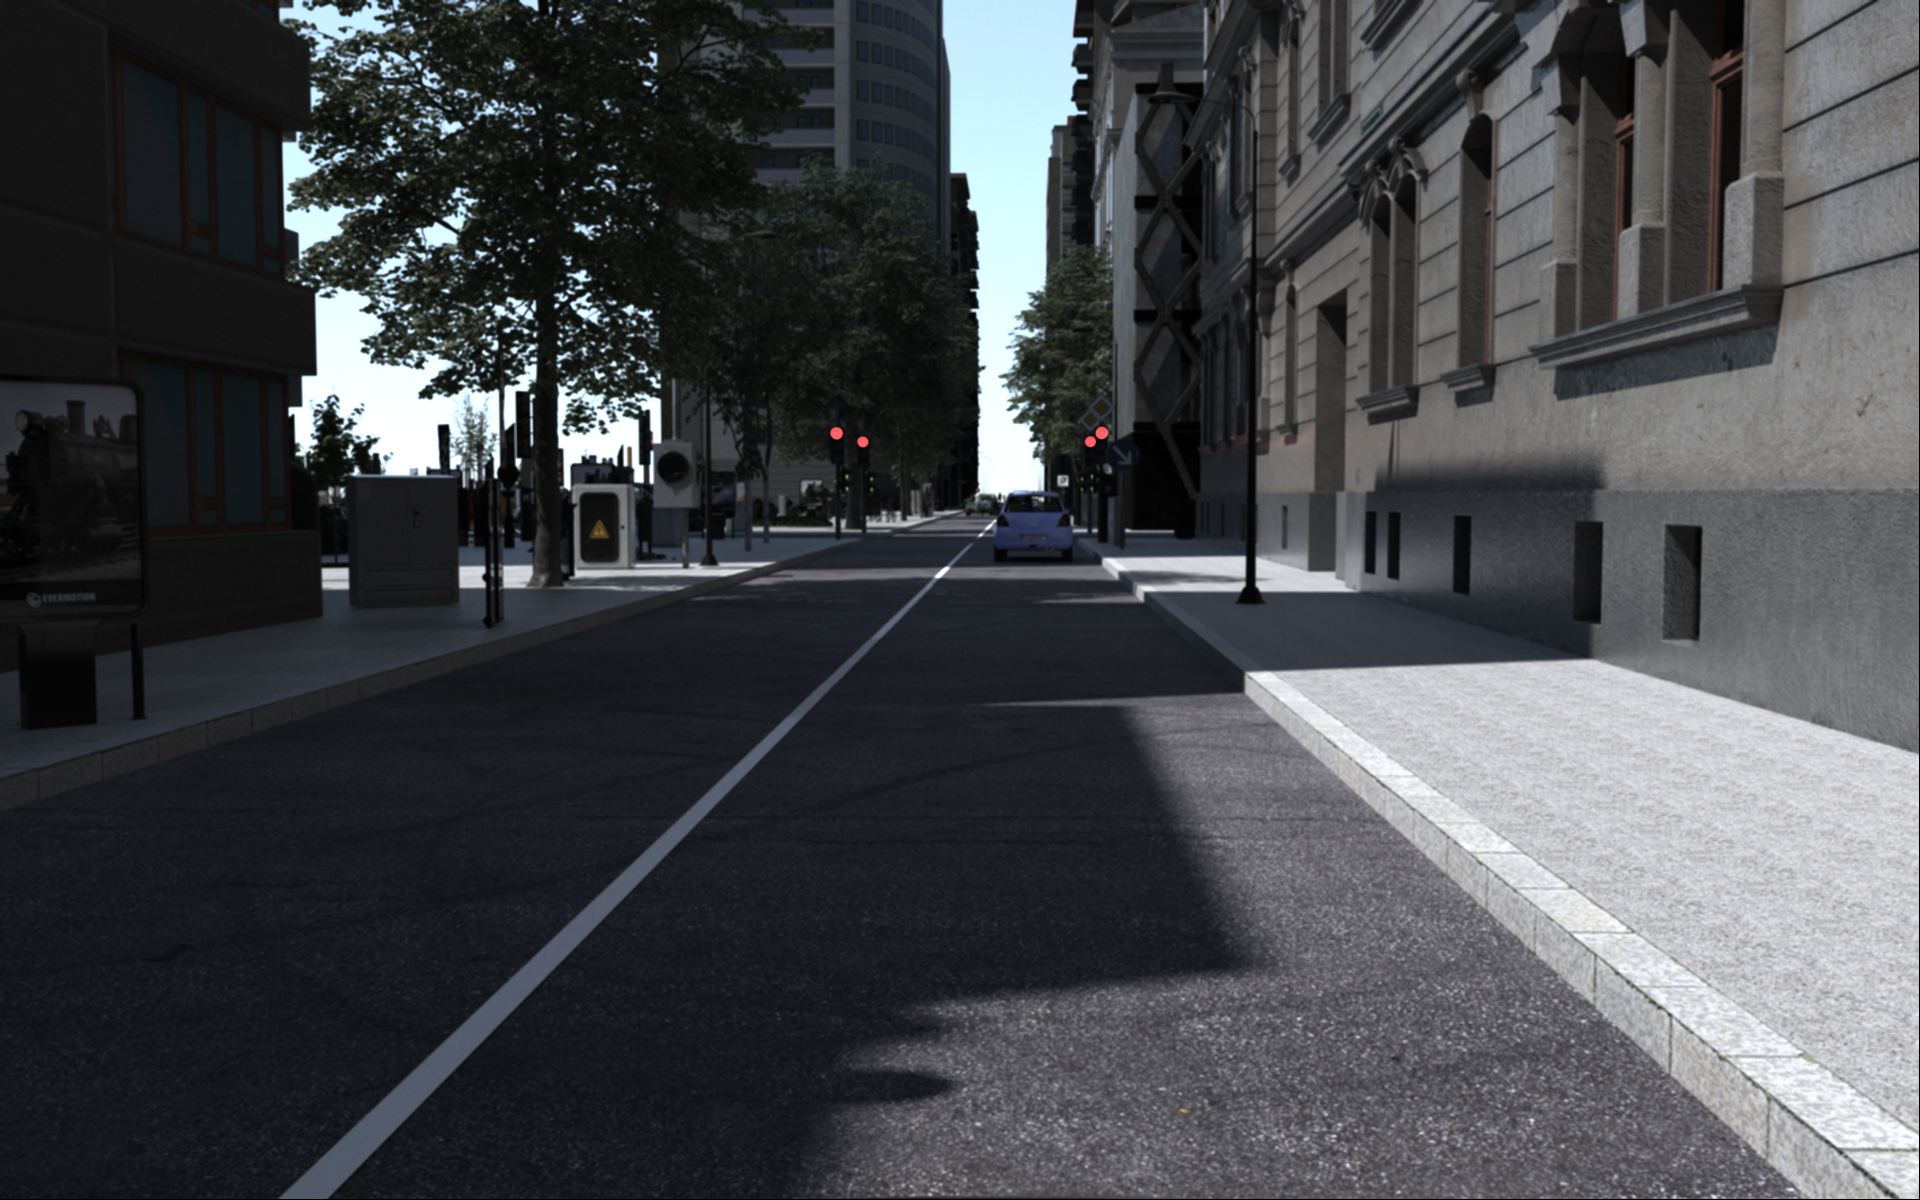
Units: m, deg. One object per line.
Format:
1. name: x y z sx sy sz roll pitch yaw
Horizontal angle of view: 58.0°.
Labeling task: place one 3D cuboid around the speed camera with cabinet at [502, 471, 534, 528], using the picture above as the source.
1. speed camera with cabinet: -16.413 -4.318 64.938 2.038 3.252 0.660 0 4 -7

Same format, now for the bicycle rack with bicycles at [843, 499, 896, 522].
1. bicycle rack with bicycles: -4.241 -4.024 79.180 2.852 0.926 2.925 -1 4 -11

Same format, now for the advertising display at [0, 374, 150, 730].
1. advertising display: -4.975 -0.263 9.510 0.123 1.923 0.974 3 5 43

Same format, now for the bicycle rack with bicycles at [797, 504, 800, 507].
1. bicycle rack with bicycles: -9.255 -6.150 113.936 2.852 0.926 2.925 3 5 42

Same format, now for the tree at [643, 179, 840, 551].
1. tree: -5.003 -5.416 38.907 4.360 8.622 3.978 0 3 0

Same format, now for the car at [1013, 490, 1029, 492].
1. car: 5.608 -9.146 158.204 2.281 1.827 5.304 0 4 3

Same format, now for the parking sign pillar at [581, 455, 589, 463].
1. parking sign pillar: -25.258 -7.973 118.824 1.447 3.967 1.447 -2 4 -29

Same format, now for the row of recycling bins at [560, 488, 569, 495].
1. row of recycling bins: -24.392 -6.403 111.796 3.534 1.692 1.069 1 4 19

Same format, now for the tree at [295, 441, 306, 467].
1. tree: -35.231 -6.452 89.209 4.285 4.588 4.351 0 3 0

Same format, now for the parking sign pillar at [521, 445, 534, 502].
1. parking sign pillar: -22.727 -6.320 91.796 1.447 3.967 1.447 3 5 44

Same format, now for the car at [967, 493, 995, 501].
1. car: 1.585 -7.340 129.050 2.155 1.783 4.494 0 4 3

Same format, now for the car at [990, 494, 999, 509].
1. car: 2.511 -8.850 153.485 1.959 1.807 4.718 0 4 1

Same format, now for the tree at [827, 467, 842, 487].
1. tree: -8.342 -7.878 123.412 1.663 3.219 1.824 0 3 0

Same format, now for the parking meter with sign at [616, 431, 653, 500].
1. parking meter with sign: -9.408 -3.163 47.971 1.738 3.016 0.543 1 4 11

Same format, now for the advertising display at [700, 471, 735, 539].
1. advertising display: -6.874 -2.688 49.168 0.974 1.923 0.123 -1 4 -15

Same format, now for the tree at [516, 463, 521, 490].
1. tree: -25.098 -6.418 99.536 1.663 3.219 1.824 0 3 0

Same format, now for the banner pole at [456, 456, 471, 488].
1. banner pole: -32.308 -7.536 113.226 0.863 3.779 0.401 1 4 17

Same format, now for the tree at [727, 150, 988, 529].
1. tree: -3.995 -9.582 63.329 9.857 13.997 8.962 0 3 0

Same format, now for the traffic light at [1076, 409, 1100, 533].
1. traffic light: 4.223 -4.134 56.508 0.839 4.253 0.868 0 4 2

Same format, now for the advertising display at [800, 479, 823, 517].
1. advertising display: -6.165 -4.080 71.922 0.974 1.923 0.123 0 4 1

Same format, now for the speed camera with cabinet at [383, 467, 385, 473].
1. speed camera with cabinet: -40.798 -7.777 121.496 0.660 3.252 2.038 2 4 30

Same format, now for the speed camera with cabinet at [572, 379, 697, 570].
1. speed camera with cabinet: -5.553 -2.154 29.560 2.038 3.252 0.660 0 4 -1

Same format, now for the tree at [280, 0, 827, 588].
1. tree: -5.737 -6.475 23.989 7.486 12.596 7.792 0 3 0

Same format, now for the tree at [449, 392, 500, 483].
1. tree: -34.324 -10.530 122.531 4.737 8.622 4.395 0 3 0

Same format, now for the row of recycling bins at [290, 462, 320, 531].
1. row of recycling bins: -9.913 -0.908 21.957 3.534 1.692 1.069 0 4 -3

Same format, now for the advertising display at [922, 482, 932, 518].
1. advertising display: -1.822 -5.431 94.012 0.123 1.923 0.974 2 4 29

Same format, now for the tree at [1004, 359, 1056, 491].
1. tree: 12.737 -22.108 217.352 12.611 20.169 13.585 0 3 0

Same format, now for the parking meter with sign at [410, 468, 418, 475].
1. parking meter with sign: -36.362 -7.366 116.696 0.543 3.016 1.738 1 4 11

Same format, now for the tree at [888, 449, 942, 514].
1. tree: -2.878 -7.799 111.227 4.285 4.588 4.351 0 3 0

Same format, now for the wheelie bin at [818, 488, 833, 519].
1. wheelie bin: -6.878 -4.864 87.427 0.693 1.594 0.980 1 4 22

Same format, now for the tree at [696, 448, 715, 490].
1. tree: -16.670 -7.436 105.299 4.285 4.588 4.351 0 3 0

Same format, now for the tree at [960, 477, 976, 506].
1. tree: 1.020 -12.206 194.166 1.663 3.219 1.824 0 3 0

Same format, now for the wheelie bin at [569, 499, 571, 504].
1. wheelie bin: -9.035 -2.090 42.081 0.980 1.594 0.693 0 4 -1

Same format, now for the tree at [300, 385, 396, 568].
1. tree: -11.061 -2.191 30.431 1.663 3.219 1.824 0 3 0

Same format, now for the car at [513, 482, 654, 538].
1. car: -11.272 -2.771 53.971 5.304 1.827 2.281 0 4 3

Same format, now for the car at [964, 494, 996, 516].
1. car: 1.329 -6.324 115.201 2.131 1.459 4.920 0 4 2

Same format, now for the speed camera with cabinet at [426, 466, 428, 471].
1. speed camera with cabinet: -37.460 -7.757 121.158 0.660 3.252 2.038 1 4 13

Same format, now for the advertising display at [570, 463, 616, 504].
1. advertising display: -7.611 -1.881 35.971 0.974 1.923 0.123 1 4 14

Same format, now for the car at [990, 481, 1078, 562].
1. car: 1.620 -1.732 37.904 1.945 1.707 3.694 0 4 3

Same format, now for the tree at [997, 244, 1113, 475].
1. tree: 5.415 -9.870 79.510 7.486 12.596 7.792 0 3 0

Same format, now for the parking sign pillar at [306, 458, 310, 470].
1. parking sign pillar: -43.800 -7.865 117.062 1.447 3.967 1.447 0 4 -8

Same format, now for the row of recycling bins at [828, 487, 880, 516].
1. row of recycling bins: -6.232 -5.806 102.045 3.534 1.692 1.069 -3 4 -37

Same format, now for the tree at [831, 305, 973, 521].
1. tree: -3.025 -9.070 82.712 7.601 10.594 8.767 -1 4 -10

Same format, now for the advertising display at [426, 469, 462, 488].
1. advertising display: -13.218 -2.399 44.444 0.123 1.923 0.974 3 5 41

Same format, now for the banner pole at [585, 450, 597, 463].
1. banner pole: -20.816 -6.573 97.486 0.863 3.779 0.401 -2 4 -27
